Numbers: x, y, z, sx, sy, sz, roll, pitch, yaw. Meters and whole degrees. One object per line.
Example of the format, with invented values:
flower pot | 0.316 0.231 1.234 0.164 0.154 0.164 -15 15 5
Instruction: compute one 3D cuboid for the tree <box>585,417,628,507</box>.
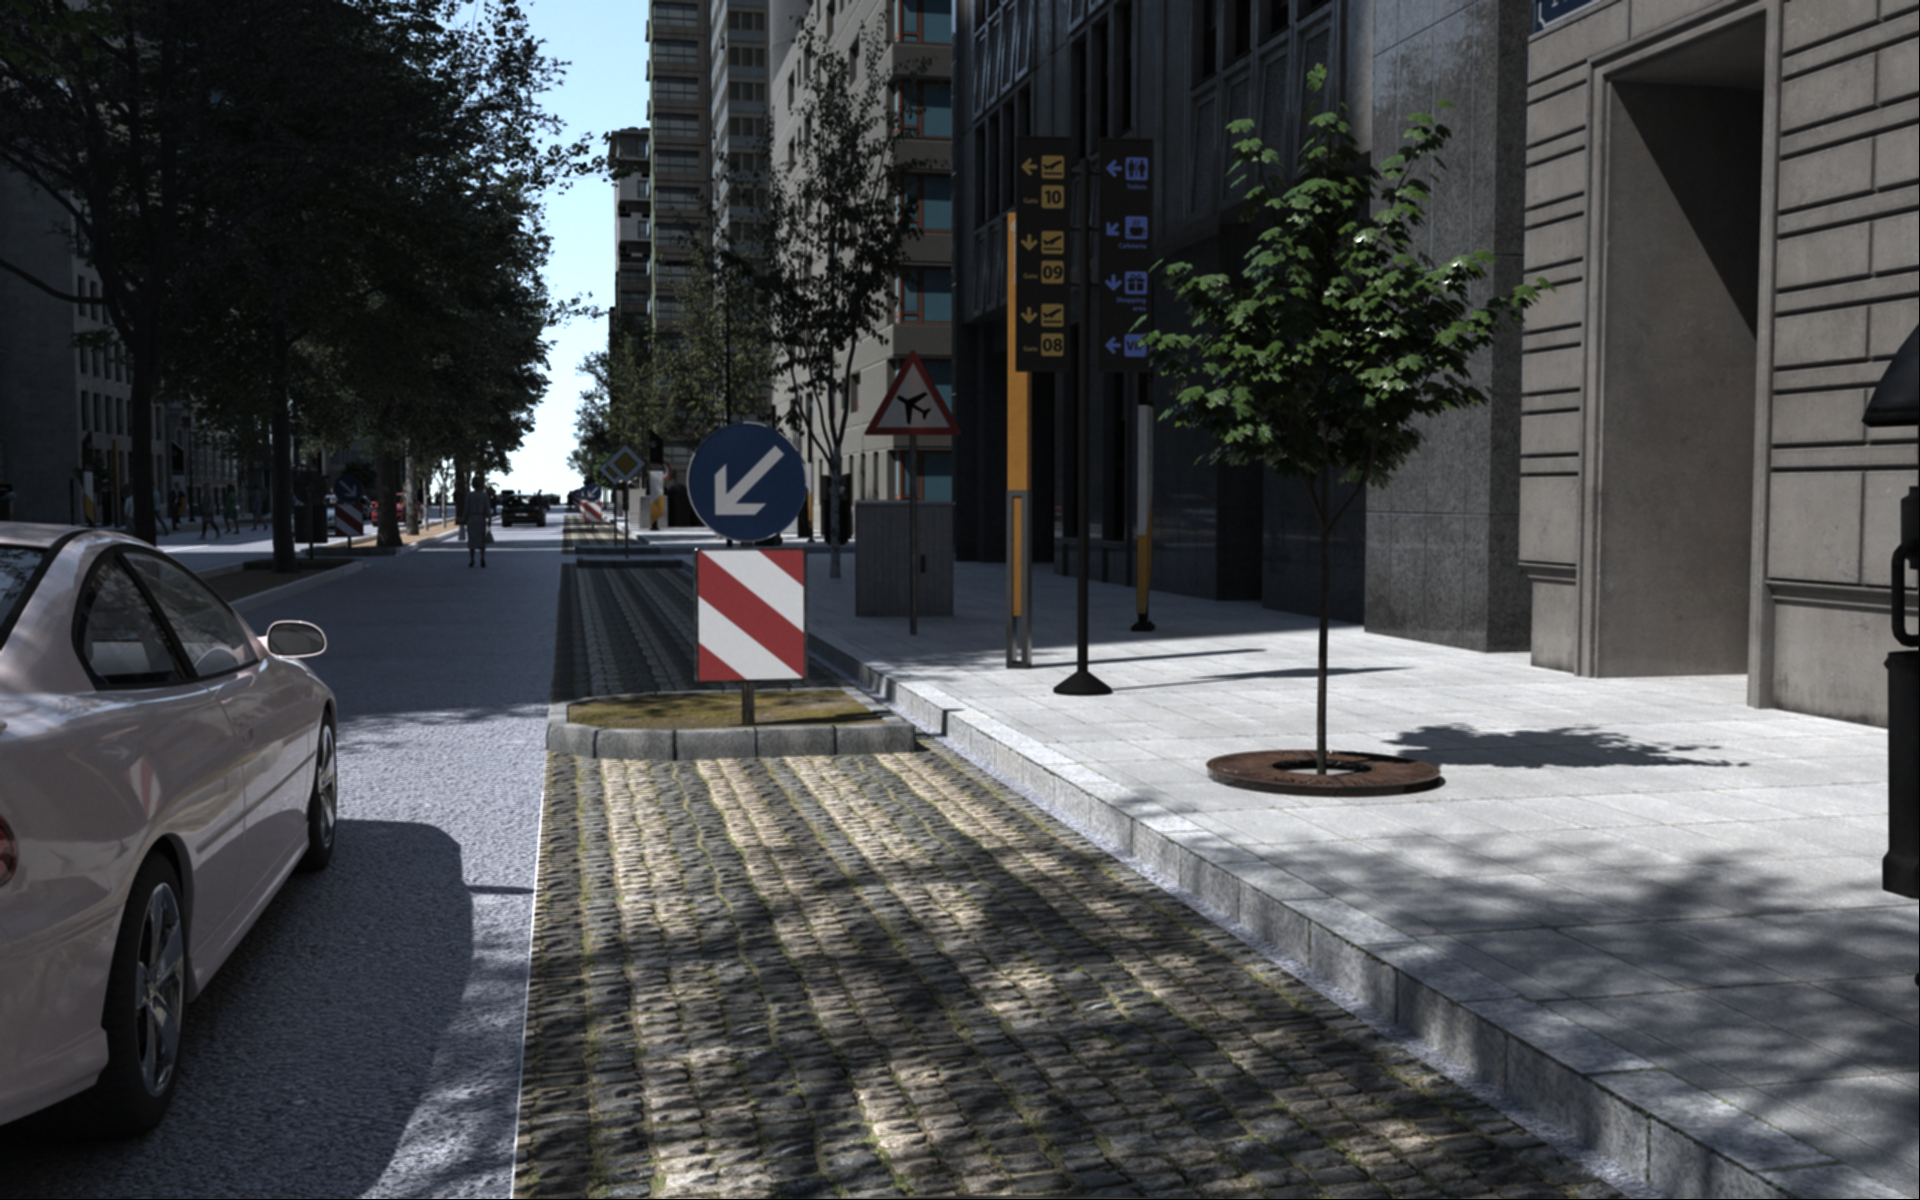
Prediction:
tree | -31.098 -12.345 152.203 4.360 8.622 3.978 0 3 0

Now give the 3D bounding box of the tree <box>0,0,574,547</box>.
tree | -10.001 -6.610 20.897 12.009 13.543 11.850 0 3 0

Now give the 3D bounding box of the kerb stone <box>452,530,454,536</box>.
kerb stone | -17.145 -2.192 58.068 0.120 0.150 1.000 -1 4 -13

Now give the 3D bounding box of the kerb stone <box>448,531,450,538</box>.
kerb stone | -16.689 -2.068 56.075 0.120 0.150 1.000 -1 4 -13

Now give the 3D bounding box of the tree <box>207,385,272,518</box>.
tree | -38.441 -8.736 93.197 4.737 8.622 4.395 0 3 0

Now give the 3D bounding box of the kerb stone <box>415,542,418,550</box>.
kerb stone | -13.960 -1.336 44.082 0.120 0.150 1.000 -1 4 -13

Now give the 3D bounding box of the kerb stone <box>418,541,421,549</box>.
kerb stone | -14.188 -1.400 45.081 0.120 0.150 1.000 -1 4 -13

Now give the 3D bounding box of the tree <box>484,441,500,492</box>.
tree | -24.784 -8.203 86.931 4.360 8.622 3.978 0 3 0

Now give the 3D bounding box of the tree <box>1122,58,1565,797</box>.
tree | 1.614 -0.812 7.875 1.663 3.219 1.824 0 3 0

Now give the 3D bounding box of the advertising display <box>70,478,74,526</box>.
advertising display | -35.459 -3.912 69.172 0.123 1.923 0.974 -2 4 -27

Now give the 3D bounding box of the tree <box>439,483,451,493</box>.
tree | -75.297 -15.827 253.364 1.663 3.219 1.824 0 3 0

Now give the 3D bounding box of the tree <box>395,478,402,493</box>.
tree | -57.111 -10.966 173.889 1.663 3.219 1.824 0 3 0

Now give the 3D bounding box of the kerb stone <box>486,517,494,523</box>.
kerb stone | -24.423 -4.150 90.041 0.120 0.150 1.000 -1 4 -13

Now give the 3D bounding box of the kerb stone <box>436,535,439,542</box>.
kerb stone | -15.550 -1.766 51.071 0.120 0.150 1.000 -1 4 -13

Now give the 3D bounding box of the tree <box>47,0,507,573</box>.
tree | -12.012 -6.726 30.550 7.486 12.596 7.792 0 3 0

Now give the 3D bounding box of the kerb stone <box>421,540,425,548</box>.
kerb stone | -14.417 -1.461 46.080 0.120 0.150 1.000 -1 4 -13

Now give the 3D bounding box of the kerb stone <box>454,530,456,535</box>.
kerb stone | -17.367 -2.255 59.066 0.120 0.150 1.000 -1 4 -13

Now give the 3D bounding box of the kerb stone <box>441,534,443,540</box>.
kerb stone | -16.012 -1.882 53.081 0.120 0.150 1.000 -1 4 -13

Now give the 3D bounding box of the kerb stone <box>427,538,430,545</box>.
kerb stone | -14.874 -1.583 48.081 0.120 0.150 1.000 -1 4 -13

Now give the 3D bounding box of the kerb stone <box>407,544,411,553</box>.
kerb stone | -13.505 -1.216 42.082 0.120 0.150 1.000 -1 4 -13

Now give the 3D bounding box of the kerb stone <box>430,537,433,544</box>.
kerb stone | -15.097 -1.643 49.078 0.120 0.150 1.000 -1 4 -13

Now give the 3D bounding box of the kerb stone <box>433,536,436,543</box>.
kerb stone | -15.331 -1.705 50.073 0.120 0.150 1.000 -1 4 -13

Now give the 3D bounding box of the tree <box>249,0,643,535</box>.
tree | -17.569 -12.258 58.761 12.611 20.169 13.585 0 3 0

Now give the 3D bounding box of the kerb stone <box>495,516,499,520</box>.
kerb stone | -25.790 -4.516 96.036 0.120 0.150 1.000 -1 4 -13

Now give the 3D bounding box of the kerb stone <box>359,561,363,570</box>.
kerb stone | -11.329 -0.631 32.506 0.120 0.150 1.000 -1 4 -13

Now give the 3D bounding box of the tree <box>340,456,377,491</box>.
tree | -52.371 -10.225 150.891 4.285 4.588 4.351 0 3 0

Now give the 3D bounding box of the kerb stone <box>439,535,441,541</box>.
kerb stone | -15.786 -1.828 52.084 0.120 0.150 1.000 -1 4 -13

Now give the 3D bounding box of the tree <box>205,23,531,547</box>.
tree | -15.472 -8.406 46.543 9.857 13.997 8.962 0 3 0

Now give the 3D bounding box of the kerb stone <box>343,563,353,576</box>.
kerb stone | -10.866 -0.508 30.497 0.120 0.150 1.000 -1 4 -13

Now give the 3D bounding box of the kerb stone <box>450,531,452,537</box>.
kerb stone | -16.915 -2.133 57.072 0.120 0.150 1.000 -1 4 -13

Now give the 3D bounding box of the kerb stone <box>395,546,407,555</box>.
kerb stone | -13.283 -1.155 41.079 0.120 0.150 1.000 -1 4 -13

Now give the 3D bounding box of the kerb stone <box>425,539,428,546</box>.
kerb stone | -14.645 -1.522 47.076 0.120 0.150 1.000 -1 4 -13

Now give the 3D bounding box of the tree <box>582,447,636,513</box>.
tree | -23.884 -8.313 119.637 4.285 4.588 4.351 0 3 0

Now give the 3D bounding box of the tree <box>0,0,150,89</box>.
tree | -7.747 -5.011 10.137 9.928 11.665 9.643 0 3 0

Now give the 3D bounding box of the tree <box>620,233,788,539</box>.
tree | -6.820 -6.020 48.783 4.737 8.622 4.395 0 3 0

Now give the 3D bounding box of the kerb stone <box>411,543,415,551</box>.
kerb stone | -13.726 -1.270 43.088 0.120 0.150 1.000 -1 4 -13

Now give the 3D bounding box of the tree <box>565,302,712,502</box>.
tree | -15.576 -9.195 84.749 7.601 10.594 8.767 0 4 -7

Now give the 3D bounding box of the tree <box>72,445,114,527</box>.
tree | -33.862 -4.489 67.991 1.663 3.219 1.824 0 3 0

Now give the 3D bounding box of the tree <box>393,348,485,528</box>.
tree | -21.746 -7.330 72.671 4.737 8.622 4.395 0 3 0

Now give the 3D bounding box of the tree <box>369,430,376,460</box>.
tree | -55.885 -13.403 169.503 4.737 8.622 4.395 0 3 0

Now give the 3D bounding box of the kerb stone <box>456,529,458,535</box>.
kerb stone | -17.598 -2.316 60.061 0.120 0.150 1.000 -1 4 -13

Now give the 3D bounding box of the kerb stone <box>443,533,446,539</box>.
kerb stone | -16.238 -1.947 54.077 0.120 0.150 1.000 -1 4 -13

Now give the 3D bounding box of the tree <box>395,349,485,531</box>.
tree | -20.774 -6.994 67.174 4.360 8.622 3.978 0 3 0

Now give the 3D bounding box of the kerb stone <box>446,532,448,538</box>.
kerb stone | -16.462 -2.003 55.075 0.120 0.150 1.000 -1 4 -13

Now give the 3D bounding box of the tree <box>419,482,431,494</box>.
tree | -67.540 -13.737 219.196 1.663 3.219 1.824 0 3 0

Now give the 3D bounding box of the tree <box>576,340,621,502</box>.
tree | -14.362 -7.798 77.858 4.737 8.622 4.395 0 3 0

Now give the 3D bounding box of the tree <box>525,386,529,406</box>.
tree | -26.778 -10.128 93.802 9.928 11.665 9.643 0 3 0

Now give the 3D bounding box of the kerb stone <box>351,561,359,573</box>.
kerb stone | -11.099 -0.569 31.499 0.120 0.150 1.000 -1 4 -13

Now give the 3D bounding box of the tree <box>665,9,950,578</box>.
tree | -2.063 -4.656 26.484 4.360 8.622 3.978 0 3 0
